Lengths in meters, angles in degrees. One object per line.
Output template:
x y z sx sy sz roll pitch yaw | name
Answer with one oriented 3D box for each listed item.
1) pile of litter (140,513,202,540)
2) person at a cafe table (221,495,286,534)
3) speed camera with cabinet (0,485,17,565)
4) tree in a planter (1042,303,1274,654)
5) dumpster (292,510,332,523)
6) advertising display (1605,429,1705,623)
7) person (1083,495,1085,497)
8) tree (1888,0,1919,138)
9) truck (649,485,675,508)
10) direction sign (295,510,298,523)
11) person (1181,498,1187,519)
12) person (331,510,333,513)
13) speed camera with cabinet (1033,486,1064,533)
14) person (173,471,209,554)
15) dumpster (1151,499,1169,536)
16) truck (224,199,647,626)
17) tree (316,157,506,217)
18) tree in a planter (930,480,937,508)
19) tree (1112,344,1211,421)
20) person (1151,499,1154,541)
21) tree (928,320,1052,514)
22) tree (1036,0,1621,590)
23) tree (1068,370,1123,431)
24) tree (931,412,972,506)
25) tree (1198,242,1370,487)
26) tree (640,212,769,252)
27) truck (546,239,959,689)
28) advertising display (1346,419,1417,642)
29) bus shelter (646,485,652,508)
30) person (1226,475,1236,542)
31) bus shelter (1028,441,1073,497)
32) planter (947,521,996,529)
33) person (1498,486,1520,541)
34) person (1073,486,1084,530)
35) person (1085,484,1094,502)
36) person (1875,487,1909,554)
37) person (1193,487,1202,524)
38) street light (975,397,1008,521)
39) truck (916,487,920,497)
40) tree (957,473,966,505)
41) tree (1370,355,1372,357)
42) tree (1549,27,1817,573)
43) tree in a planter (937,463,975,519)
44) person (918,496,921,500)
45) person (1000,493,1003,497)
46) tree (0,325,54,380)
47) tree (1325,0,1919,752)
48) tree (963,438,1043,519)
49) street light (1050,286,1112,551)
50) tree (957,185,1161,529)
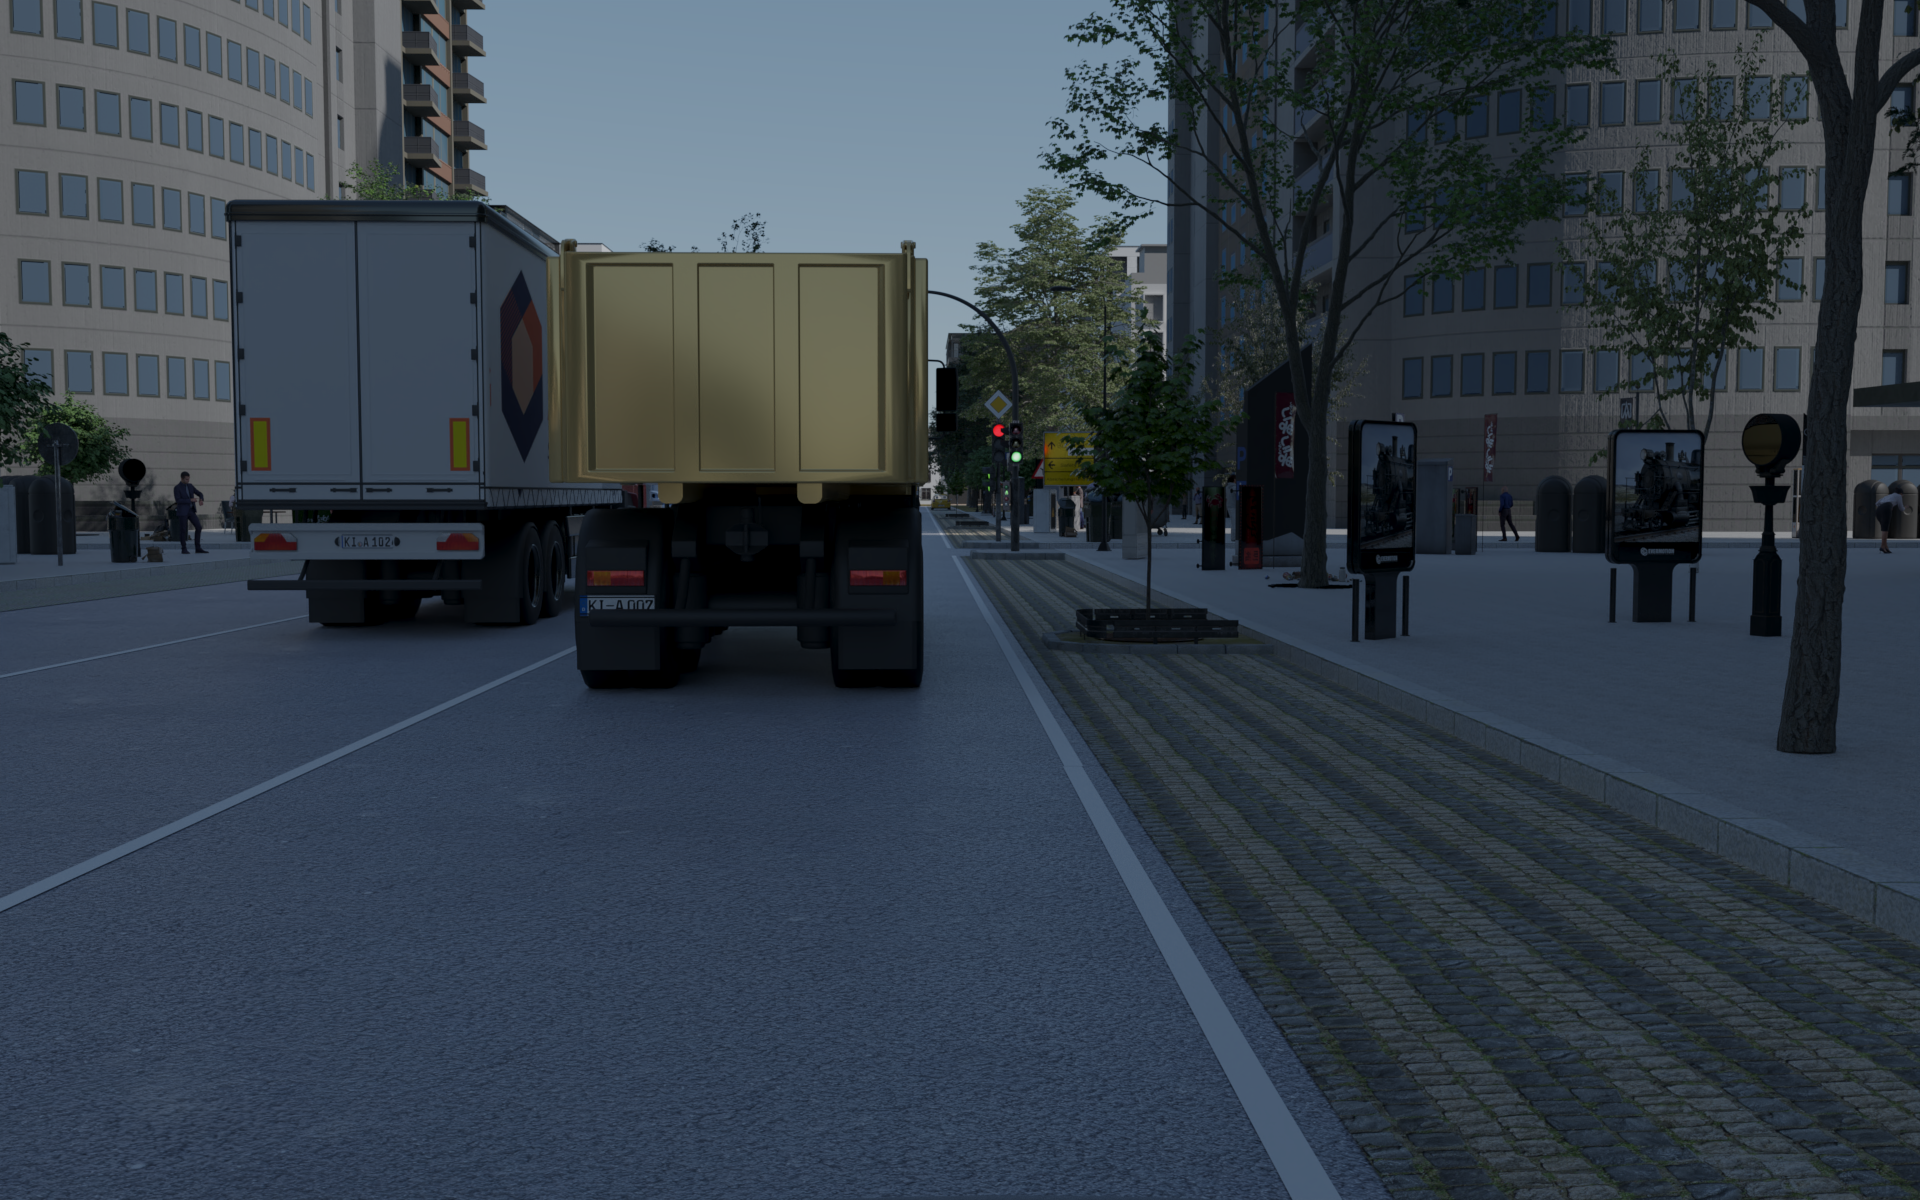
-21.984 -2.092 48.166 1.719 0.858 1.176 1 4 18 | pile of litter
-22.857 -2.879 55.587 1.622 1.524 1.698 1 4 11 | person at a cafe table
-18.032 -2.308 32.070 0.660 3.252 2.038 -3 5 -40 | speed camera with cabinet
1.788 -1.166 16.280 1.991 3.239 1.994 0 4 -1 | tree in a planter
-17.520 -2.767 47.742 1.502 2.255 1.985 0 4 -1 | dumpster
6.931 -0.739 17.291 0.974 1.923 0.123 0 4 -8 | advertising display
10.996 -8.593 146.558 1.348 1.821 0.705 0 4 -1 | person
10.051 -3.974 15.336 4.360 8.622 3.978 0 3 0 | tree
-10.941 -5.228 75.242 2.967 4.110 18.799 0 4 -1 | truck
-17.558 -3.290 45.784 0.876 3.537 0.379 -1 4 -13 | direction sign
11.344 -4.760 87.776 0.340 1.345 0.435 0 4 7 | person
-12.718 -1.642 35.803 0.568 1.767 0.683 -2 4 -34 | person
2.958 -3.863 57.495 0.660 3.252 2.038 1 4 17 | speed camera with cabinet
-16.474 -1.877 37.174 0.568 1.767 0.683 1 4 23 | person
5.753 -2.894 53.081 1.264 1.857 1.865 0 4 -1 | dumpster
-5.915 -2.032 22.139 2.839 4.237 11.283 0 4 -2 | truck
-17.081 -7.890 54.754 9.928 11.665 9.643 0 3 0 | tree
-2.026 -10.904 175.495 1.991 3.239 1.994 0 4 -1 | tree in a planter
9.901 -8.100 82.797 4.737 8.622 4.395 0 3 0 | tree
4.947 -2.470 46.985 0.434 1.755 0.990 3 5 41 | person
1.958 -12.004 113.275 9.611 12.733 9.660 0 3 0 | tree
4.721 -5.961 23.212 9.928 11.665 9.643 0 3 0 | tree
8.359 -8.960 96.862 4.360 8.622 3.978 0 3 0 | tree
0.899 -16.914 183.196 9.857 13.997 8.962 0 3 0 | tree
9.160 -6.097 50.055 4.360 8.622 3.978 0 3 0 | tree
-15.831 -15.878 115.500 12.611 20.169 13.585 0 3 0 | tree
-1.635 -1.252 16.397 3.469 3.379 9.791 0 4 -2 | truck
3.729 -0.617 15.305 0.123 1.923 0.974 3 5 44 | advertising display
-18.553 -6.747 104.238 2.014 3.302 5.546 0 4 -2 | bus shelter
7.469 -2.486 46.829 0.789 1.805 0.875 -2 4 -27 | person
4.156 -5.385 79.329 1.731 3.624 6.357 0 4 -2 | bus shelter
0.467 -3.094 71.734 1.991 0.319 1.994 0 4 -1 | planter
14.830 -2.340 47.004 0.574 1.496 0.600 0 4 -4 | person
4.240 -3.408 62.590 0.431 1.722 0.655 1 4 15 | person
3.779 -2.547 47.549 0.709 1.838 0.599 1 4 17 | person
20.128 -1.724 37.420 0.628 1.438 0.799 2 4 30 | person
10.085 -3.992 73.368 0.319 1.574 0.516 -2 4 -26 | person
1.570 -6.776 83.334 1.470 5.913 1.316 0 4 -1 | street light
-4.436 -8.764 132.205 2.839 4.237 11.283 0 4 -3 | truck
-0.120 -15.024 195.996 4.737 8.622 4.395 0 3 0 | tree
10.854 -6.456 55.922 4.360 8.622 3.978 0 3 0 | tree
11.945 -4.759 28.168 4.737 8.622 4.395 0 3 0 | tree
-0.186 -6.199 98.581 1.991 3.239 1.994 0 4 -1 | tree in a planter
-4.156 -10.126 174.503 0.568 1.767 0.683 -2 4 -29 | person
3.976 -10.414 176.329 0.705 1.822 1.348 -2 4 -30 | person
-15.822 -2.644 26.948 4.285 4.588 4.351 0 3 0 | tree
4.569 -4.518 8.290 7.601 10.594 8.767 0 4 3 | tree
3.221 -6.521 90.330 4.285 4.588 4.351 0 3 0 | tree
2.700 -4.052 38.788 1.470 5.913 1.316 0 4 -1 | street light
3.549 -8.954 64.528 7.486 12.596 7.792 0 3 0 | tree
